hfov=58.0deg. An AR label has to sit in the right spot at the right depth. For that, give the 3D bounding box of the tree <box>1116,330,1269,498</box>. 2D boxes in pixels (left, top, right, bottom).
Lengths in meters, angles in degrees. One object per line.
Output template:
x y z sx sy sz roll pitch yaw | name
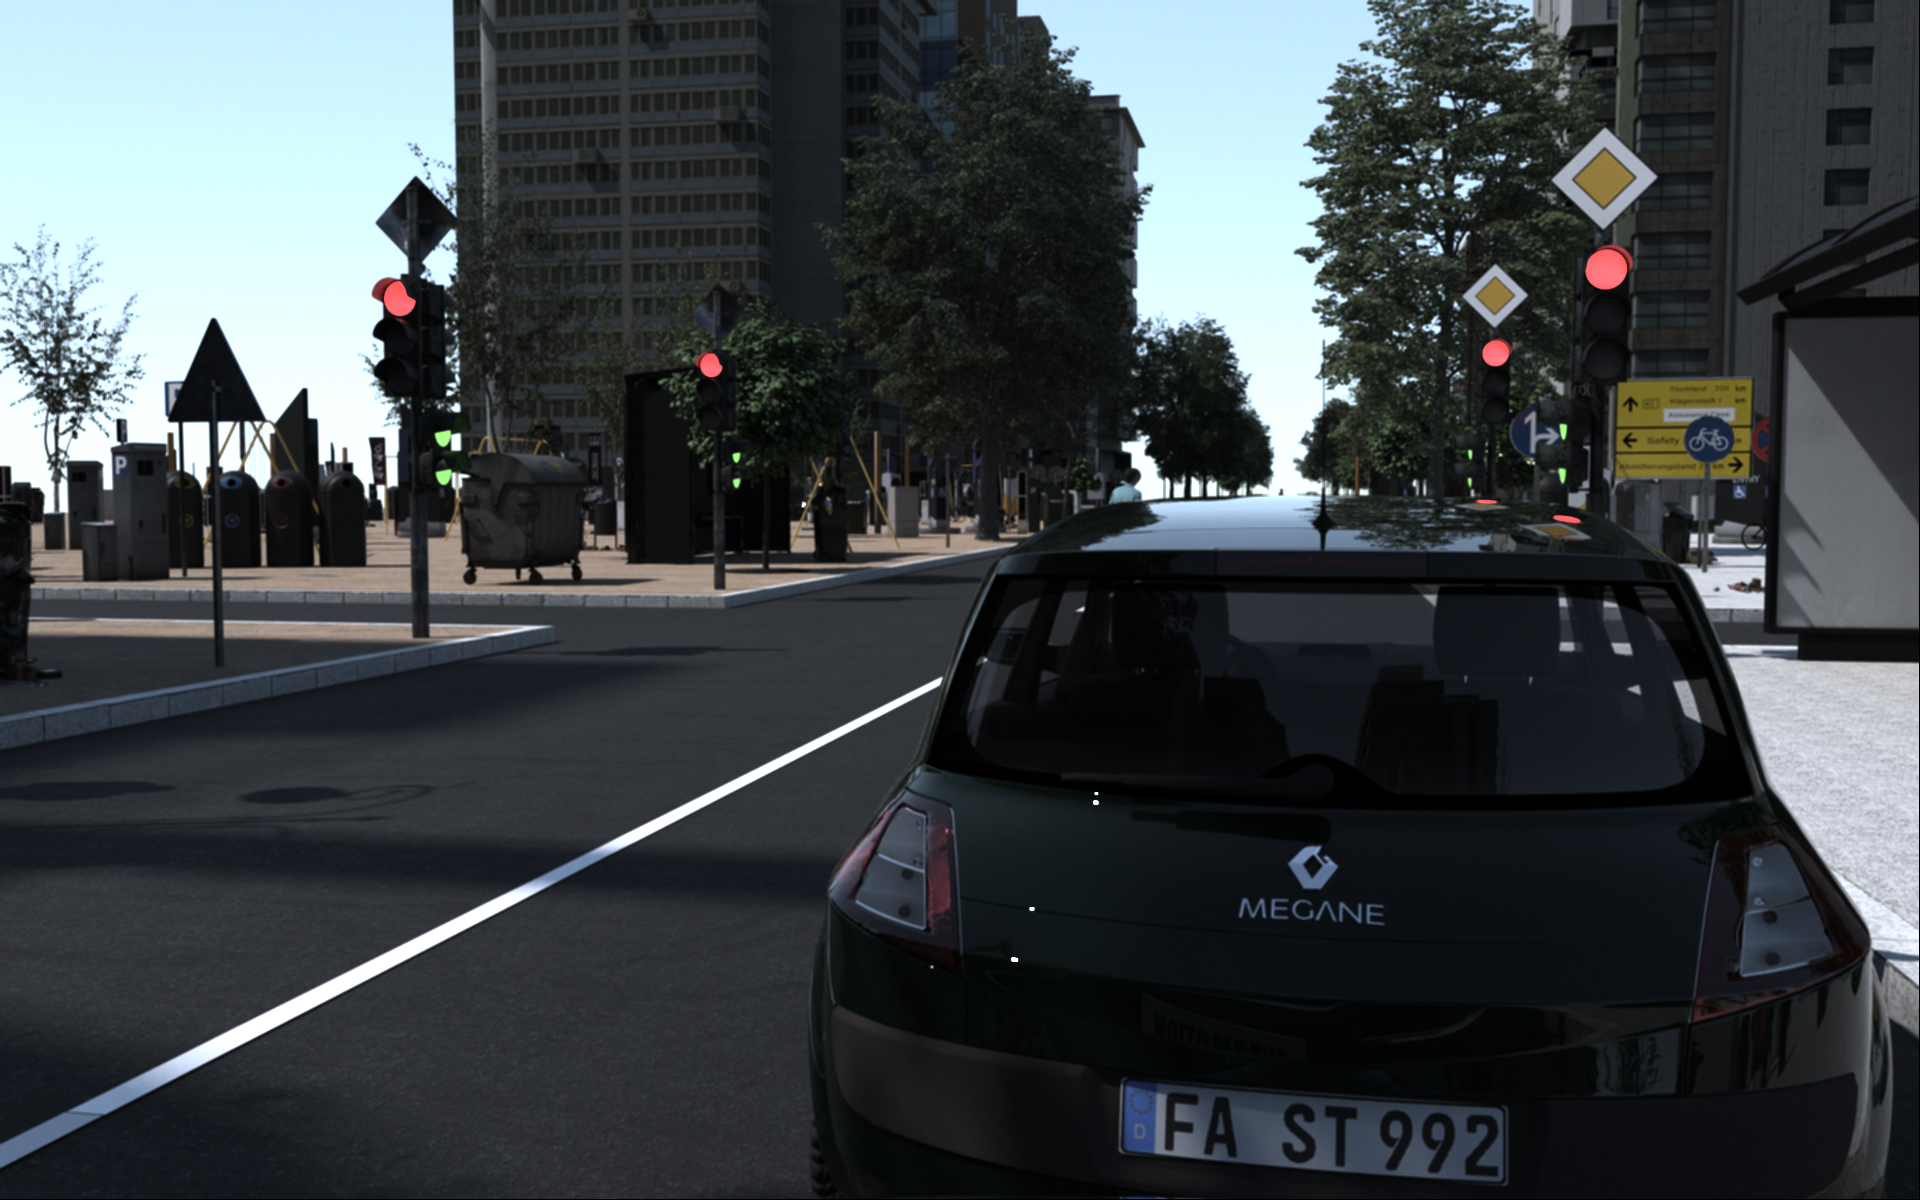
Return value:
13.530 -11.343 111.218 9.928 11.665 9.643 0 3 0 | tree

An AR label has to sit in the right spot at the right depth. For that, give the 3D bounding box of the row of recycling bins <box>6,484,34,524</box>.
-39.861 -4.008 72.637 1.069 1.692 3.534 -1 4 -11 | row of recycling bins

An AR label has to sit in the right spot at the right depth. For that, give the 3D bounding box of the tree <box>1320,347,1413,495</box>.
20.640 -8.218 84.733 4.360 8.622 3.978 0 3 0 | tree

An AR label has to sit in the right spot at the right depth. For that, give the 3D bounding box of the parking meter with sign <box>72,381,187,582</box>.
-12.355 -1.821 26.031 0.543 3.016 1.738 1 4 23 | parking meter with sign

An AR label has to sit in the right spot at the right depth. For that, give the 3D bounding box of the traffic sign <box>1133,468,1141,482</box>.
8.439 -5.158 84.434 0.768 2.556 0.104 1 4 18 | traffic sign

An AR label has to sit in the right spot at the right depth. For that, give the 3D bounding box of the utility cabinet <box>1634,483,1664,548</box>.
14.607 -1.714 36.701 0.318 1.500 1.173 0 4 8 | utility cabinet

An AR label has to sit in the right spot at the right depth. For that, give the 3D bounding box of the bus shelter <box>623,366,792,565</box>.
-4.750 -2.644 34.513 1.731 3.624 6.357 1 4 11 | bus shelter

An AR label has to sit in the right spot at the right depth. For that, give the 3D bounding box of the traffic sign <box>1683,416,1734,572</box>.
12.197 -1.724 28.286 0.768 2.556 0.104 1 4 13 | traffic sign

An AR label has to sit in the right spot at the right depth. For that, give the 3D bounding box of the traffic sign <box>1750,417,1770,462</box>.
13.254 -1.719 28.212 0.768 2.556 0.104 1 4 12 | traffic sign

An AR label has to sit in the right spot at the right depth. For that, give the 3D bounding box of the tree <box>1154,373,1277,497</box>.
21.576 -14.435 153.023 9.611 12.733 9.660 0 3 0 | tree

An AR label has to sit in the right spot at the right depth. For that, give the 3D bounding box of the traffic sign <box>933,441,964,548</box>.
-0.288 -2.532 41.505 0.768 2.556 0.104 1 4 15 | traffic sign

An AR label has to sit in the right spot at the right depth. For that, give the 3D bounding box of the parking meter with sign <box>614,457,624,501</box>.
-15.996 -5.309 83.058 0.543 3.016 1.738 1 4 11 | parking meter with sign

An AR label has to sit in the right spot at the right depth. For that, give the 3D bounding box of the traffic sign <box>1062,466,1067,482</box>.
4.861 -4.768 78.060 0.768 2.556 0.104 1 4 14 | traffic sign

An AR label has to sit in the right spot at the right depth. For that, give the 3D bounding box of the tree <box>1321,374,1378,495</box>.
23.345 -9.124 99.534 4.737 8.622 4.395 0 3 0 | tree

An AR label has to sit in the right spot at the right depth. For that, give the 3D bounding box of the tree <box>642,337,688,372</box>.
-13.680 -7.925 79.936 4.360 8.622 3.978 0 3 0 | tree

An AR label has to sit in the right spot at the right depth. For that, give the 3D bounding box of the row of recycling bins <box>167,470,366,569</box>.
-12.289 -1.426 30.434 3.534 1.692 1.069 -1 4 -12 | row of recycling bins

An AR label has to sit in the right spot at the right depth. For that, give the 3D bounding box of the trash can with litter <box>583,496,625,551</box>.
-7.689 -1.721 39.199 2.233 1.210 1.678 1 4 9 | trash can with litter

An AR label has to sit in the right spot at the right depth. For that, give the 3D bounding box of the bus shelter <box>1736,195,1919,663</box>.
6.517 -1.027 10.718 2.014 3.302 5.546 1 4 11 | bus shelter

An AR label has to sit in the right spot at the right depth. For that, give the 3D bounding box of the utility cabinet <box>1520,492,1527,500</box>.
18.555 -2.863 55.484 1.173 1.500 0.318 0 4 2 | utility cabinet

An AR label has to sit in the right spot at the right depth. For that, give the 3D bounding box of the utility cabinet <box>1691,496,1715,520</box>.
29.559 -3.534 68.945 1.020 1.237 0.306 -2 4 -28 | utility cabinet

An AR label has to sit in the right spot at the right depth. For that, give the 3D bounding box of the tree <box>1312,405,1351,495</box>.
39.445 -14.851 177.223 7.601 10.594 8.767 -1 4 -21 | tree

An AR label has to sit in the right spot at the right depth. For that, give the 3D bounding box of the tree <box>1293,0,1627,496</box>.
10.667 -7.303 37.524 7.486 12.596 7.792 0 3 0 | tree

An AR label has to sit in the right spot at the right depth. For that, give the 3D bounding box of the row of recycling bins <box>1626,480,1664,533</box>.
18.323 -2.435 46.923 1.069 1.692 3.534 1 4 14 | row of recycling bins

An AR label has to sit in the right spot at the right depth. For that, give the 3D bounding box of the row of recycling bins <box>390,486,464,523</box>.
-23.290 -4.272 76.967 3.534 1.692 1.069 -2 4 -25 | row of recycling bins

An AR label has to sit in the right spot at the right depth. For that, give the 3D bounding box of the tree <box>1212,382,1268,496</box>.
25.514 -15.979 171.630 12.009 13.543 11.850 0 3 0 | tree

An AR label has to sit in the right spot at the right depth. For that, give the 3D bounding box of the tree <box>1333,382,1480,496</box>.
12.663 -3.903 47.532 4.285 4.588 4.351 0 3 0 | tree

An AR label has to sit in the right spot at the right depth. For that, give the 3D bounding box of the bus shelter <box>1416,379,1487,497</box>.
16.229 -4.908 57.878 2.179 5.291 8.768 1 4 11 | bus shelter

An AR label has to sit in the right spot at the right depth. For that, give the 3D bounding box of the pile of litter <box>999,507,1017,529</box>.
1.708 -3.092 64.525 1.176 0.858 1.719 2 4 25 | pile of litter

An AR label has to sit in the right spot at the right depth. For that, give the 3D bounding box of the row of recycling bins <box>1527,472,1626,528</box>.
12.081 -1.658 34.225 1.069 1.692 3.534 2 4 35 | row of recycling bins

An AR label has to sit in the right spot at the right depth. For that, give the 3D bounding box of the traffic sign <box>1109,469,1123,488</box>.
7.940 -5.395 88.320 0.768 2.556 0.104 1 4 16 | traffic sign

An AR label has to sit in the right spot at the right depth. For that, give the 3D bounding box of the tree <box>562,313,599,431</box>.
-12.733 -7.031 65.318 4.737 8.622 4.395 0 3 0 | tree

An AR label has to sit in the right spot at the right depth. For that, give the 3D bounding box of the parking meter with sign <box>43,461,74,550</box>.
-20.171 -2.671 39.933 1.738 3.016 0.543 -1 4 -11 | parking meter with sign

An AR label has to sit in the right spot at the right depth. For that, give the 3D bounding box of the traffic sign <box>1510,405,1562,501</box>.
8.260 -1.511 24.817 0.768 2.556 0.104 1 4 16 | traffic sign

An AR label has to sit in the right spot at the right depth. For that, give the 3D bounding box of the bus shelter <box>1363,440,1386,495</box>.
18.862 -5.247 77.074 1.731 3.624 6.357 1 4 12 | bus shelter

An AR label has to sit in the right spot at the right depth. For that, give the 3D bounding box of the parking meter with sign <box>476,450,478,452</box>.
-18.504 -4.483 69.563 1.738 3.016 0.543 -1 4 -16 | parking meter with sign

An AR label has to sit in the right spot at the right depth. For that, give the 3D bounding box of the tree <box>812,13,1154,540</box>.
0.788 -8.646 48.011 9.857 13.997 8.962 0 3 0 | tree

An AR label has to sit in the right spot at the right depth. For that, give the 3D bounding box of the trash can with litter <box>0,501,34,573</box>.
-14.722 -0.946 26.855 0.624 1.170 1.055 -2 4 -27 | trash can with litter

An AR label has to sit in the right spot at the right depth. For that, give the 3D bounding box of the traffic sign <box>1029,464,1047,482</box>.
3.308 -4.510 73.852 0.768 2.556 0.104 1 4 15 | traffic sign

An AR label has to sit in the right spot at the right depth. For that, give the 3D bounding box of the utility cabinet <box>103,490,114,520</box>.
-41.641 -4.636 84.473 0.318 1.500 1.173 0 4 -2 | utility cabinet

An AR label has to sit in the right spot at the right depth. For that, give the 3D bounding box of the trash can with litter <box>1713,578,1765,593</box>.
10.800 -0.721 22.845 1.678 1.210 2.233 0 4 8 | trash can with litter

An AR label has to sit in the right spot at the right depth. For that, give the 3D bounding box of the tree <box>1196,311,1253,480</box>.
16.153 -13.214 122.696 9.857 13.997 8.962 0 3 0 | tree

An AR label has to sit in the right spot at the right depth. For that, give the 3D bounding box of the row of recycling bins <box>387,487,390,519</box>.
-27.834 -4.891 87.076 1.069 1.692 3.534 -3 5 -44 | row of recycling bins

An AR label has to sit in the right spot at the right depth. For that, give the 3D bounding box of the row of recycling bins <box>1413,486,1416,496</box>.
23.985 -5.162 91.511 1.069 1.692 3.534 2 4 31 | row of recycling bins

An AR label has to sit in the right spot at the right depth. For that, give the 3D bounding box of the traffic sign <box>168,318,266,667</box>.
-5.510 -0.784 12.816 0.884 2.594 0.081 1 4 19 | traffic sign

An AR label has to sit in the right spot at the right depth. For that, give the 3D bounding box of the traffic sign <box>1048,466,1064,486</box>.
4.272 -4.724 77.337 0.768 2.556 0.104 1 4 17 | traffic sign

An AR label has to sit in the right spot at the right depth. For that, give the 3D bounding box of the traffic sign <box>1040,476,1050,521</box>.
3.838 -5.039 82.389 0.884 2.594 0.081 1 4 20 | traffic sign

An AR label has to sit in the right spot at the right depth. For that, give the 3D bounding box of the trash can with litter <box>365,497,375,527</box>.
-23.864 -3.478 67.921 1.678 1.210 2.233 3 5 41 | trash can with litter

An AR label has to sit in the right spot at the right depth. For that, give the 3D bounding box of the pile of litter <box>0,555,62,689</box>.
-6.886 0.123 11.948 1.176 0.858 1.719 -2 4 -32 | pile of litter

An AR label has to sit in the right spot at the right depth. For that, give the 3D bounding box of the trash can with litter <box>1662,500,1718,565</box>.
13.386 -1.247 31.778 0.624 1.170 1.055 -2 4 -35 | trash can with litter

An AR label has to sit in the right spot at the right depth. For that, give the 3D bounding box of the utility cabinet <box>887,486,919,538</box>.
-1.677 -2.574 50.770 0.318 1.500 1.173 2 4 34 | utility cabinet

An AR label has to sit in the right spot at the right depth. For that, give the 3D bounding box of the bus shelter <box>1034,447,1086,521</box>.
5.011 -5.815 86.356 1.731 3.624 6.357 1 4 11 | bus shelter

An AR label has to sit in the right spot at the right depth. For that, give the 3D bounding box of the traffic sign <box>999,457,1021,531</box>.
1.727 -3.679 60.251 0.768 2.556 0.104 1 4 15 | traffic sign

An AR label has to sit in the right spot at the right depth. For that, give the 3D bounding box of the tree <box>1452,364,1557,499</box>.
8.259 -1.920 25.992 1.663 3.219 1.824 0 3 0 | tree

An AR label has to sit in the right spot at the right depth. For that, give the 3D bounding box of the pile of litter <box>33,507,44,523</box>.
-41.759 -3.876 77.340 1.719 0.858 1.176 -3 4 -38 | pile of litter

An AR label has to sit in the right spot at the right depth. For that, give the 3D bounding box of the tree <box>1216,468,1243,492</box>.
29.778 -12.638 190.347 4.285 4.588 4.351 0 3 0 | tree

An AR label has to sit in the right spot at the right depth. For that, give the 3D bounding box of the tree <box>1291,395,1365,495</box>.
43.515 -17.323 200.239 9.611 12.733 9.660 0 3 0 | tree

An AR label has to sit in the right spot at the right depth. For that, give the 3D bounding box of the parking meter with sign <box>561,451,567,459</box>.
-16.397 -4.504 69.895 0.543 3.016 1.738 0 4 5 | parking meter with sign

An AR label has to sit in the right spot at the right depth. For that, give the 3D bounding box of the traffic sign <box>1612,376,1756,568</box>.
12.602 -2.224 30.238 2.265 3.308 0.079 1 4 19 | traffic sign

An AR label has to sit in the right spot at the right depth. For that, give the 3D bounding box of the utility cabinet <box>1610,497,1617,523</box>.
16.517 -2.053 44.732 1.020 1.237 0.306 -2 4 -35 | utility cabinet
